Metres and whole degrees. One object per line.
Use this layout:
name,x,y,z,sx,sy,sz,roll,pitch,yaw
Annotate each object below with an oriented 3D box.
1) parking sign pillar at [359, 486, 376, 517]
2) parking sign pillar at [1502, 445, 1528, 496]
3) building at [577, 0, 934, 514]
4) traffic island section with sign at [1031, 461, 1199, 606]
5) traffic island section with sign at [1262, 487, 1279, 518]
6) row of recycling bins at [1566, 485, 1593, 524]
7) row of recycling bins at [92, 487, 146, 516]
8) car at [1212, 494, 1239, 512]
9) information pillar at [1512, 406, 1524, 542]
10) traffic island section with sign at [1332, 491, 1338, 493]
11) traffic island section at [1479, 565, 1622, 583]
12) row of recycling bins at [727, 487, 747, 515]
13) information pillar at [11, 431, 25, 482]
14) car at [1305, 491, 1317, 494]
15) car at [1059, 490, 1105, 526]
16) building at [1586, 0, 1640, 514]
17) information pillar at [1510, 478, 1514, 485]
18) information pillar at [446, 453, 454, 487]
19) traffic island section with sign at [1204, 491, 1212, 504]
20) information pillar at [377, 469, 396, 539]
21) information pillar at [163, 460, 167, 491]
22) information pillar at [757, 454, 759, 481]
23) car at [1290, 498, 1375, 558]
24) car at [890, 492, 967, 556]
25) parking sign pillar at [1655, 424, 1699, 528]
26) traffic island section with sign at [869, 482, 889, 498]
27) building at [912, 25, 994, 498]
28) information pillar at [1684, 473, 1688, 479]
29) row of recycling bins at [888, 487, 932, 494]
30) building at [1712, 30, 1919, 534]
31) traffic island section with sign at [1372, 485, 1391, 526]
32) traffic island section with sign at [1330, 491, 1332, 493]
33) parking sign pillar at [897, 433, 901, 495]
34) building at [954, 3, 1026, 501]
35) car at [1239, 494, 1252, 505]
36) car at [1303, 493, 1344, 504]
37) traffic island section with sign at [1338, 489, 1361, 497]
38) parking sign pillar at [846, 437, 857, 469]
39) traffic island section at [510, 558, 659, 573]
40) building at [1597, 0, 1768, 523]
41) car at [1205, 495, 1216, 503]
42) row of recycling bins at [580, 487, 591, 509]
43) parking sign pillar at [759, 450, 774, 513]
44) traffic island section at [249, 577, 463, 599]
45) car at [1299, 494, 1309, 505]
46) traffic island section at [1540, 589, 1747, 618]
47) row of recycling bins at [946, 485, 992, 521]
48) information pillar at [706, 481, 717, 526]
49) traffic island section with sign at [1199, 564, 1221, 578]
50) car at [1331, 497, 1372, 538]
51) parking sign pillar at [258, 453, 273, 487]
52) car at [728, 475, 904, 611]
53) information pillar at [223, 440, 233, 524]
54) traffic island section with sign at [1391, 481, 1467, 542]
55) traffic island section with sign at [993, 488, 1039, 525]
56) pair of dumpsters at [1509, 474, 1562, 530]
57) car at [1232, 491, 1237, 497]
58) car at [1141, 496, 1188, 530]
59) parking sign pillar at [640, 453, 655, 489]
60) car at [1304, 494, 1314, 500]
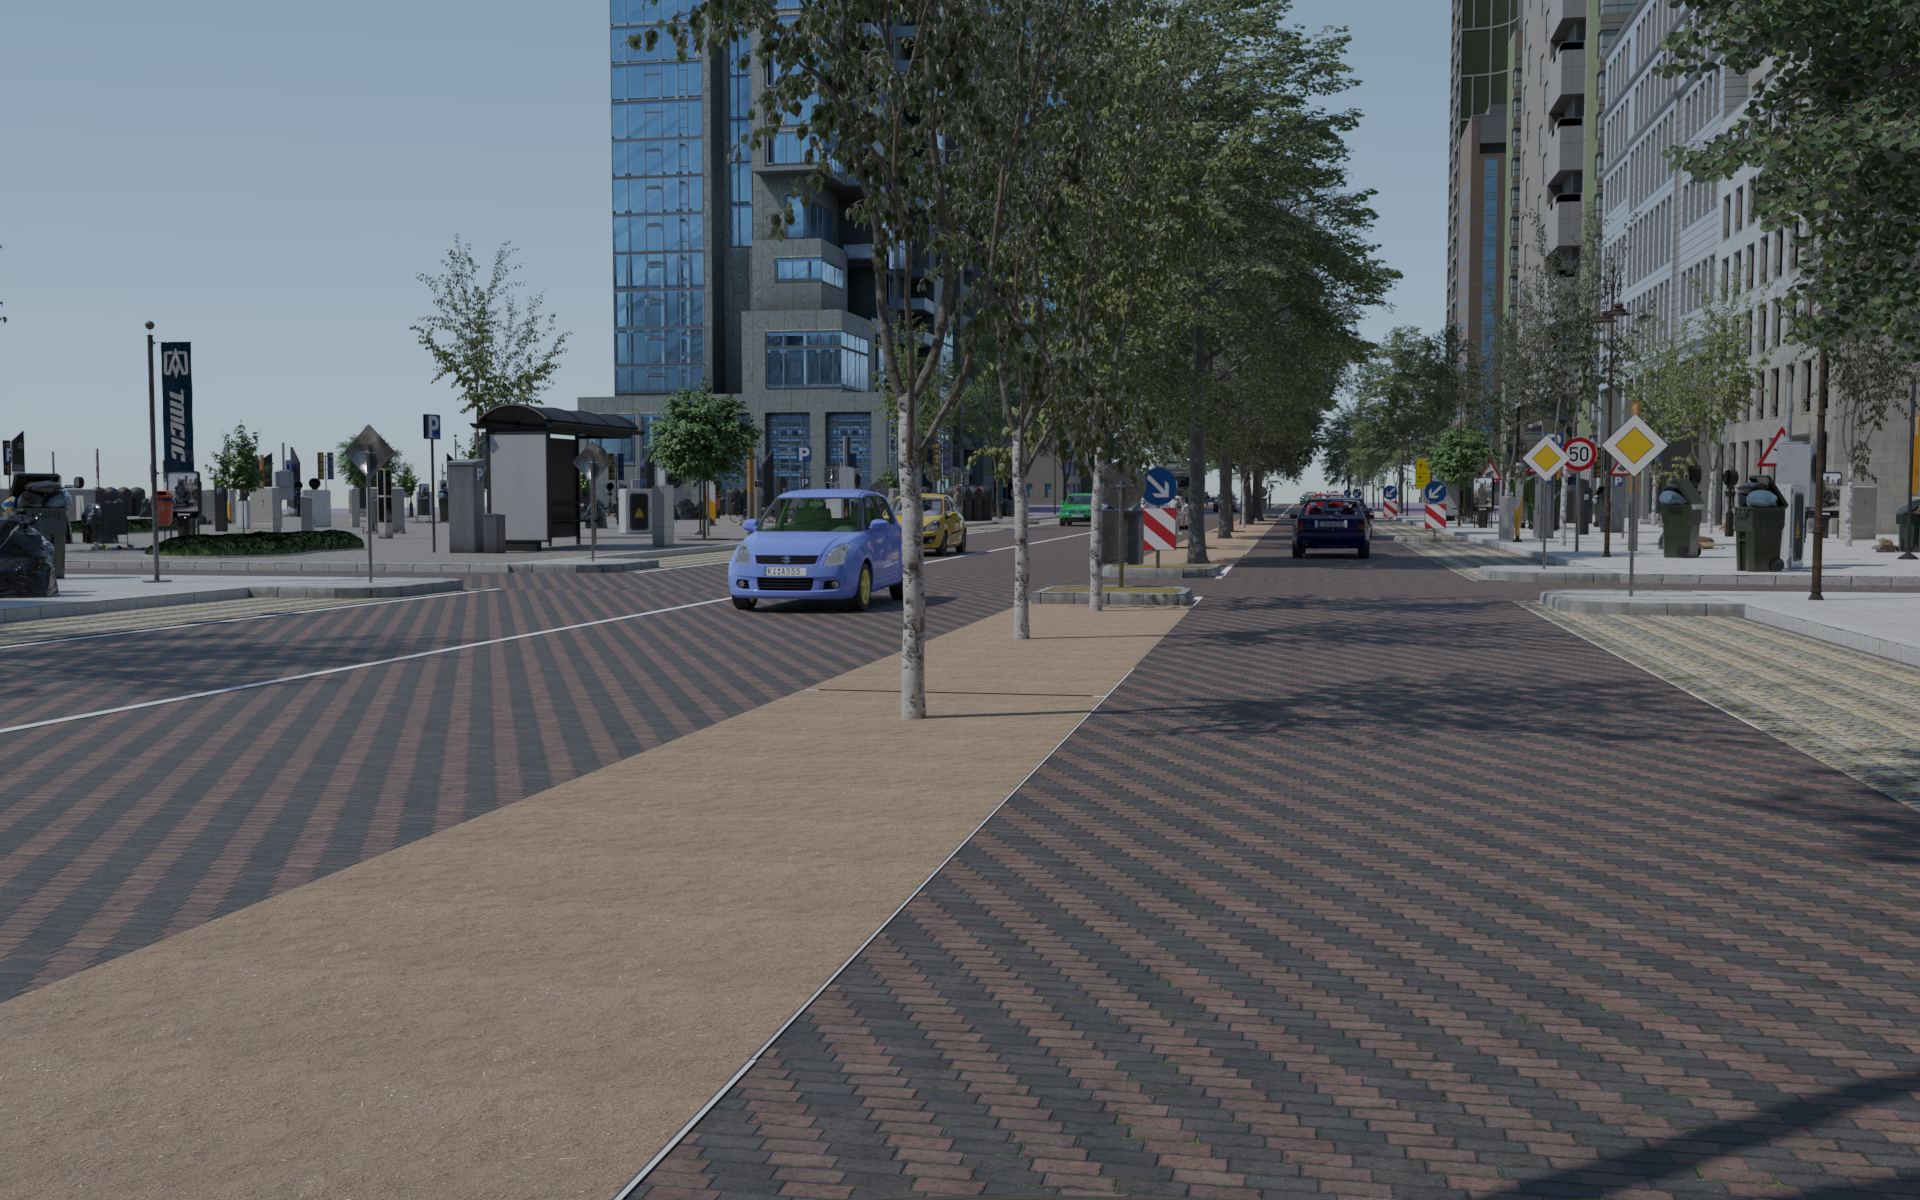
parking sign pillar,-33.566,-6.722,98.371,1.447,3.967,1.447,-1,4,-9
parking sign pillar,30.762,-6.577,96.000,1.447,3.967,1.447,3,4,37
building,-12.589,-49.649,124.437,22.319,86.520,31.000,1,4,11
traffic island section with sign,2.092,-0.920,23.183,2.006,1.907,1.989,1,4,11
traffic island section with sign,18.147,-5.873,104.158,2.006,1.907,1.989,1,4,11
row of recycling bins,26.739,-4.226,76.215,1.069,1.692,3.534,0,4,-6
row of recycling bins,-48.631,-5.680,99.975,1.069,1.692,3.534,1,4,23
car,21.287,-7.935,138.770,2.155,1.783,4.494,1,4,12
information pillar,14.933,-3.356,46.224,0.183,3.616,0.504,2,4,32
traffic island section with sign,34.315,-8.891,153.998,1.989,1.847,2.006,1,4,11
traffic island section,9.973,-0.443,29.522,2.009,0.180,2.903,1,4,11
row of recycling bins,-13.200,-6.081,106.534,1.069,1.692,3.534,1,4,23
information pillar,-34.677,-4.433,63.832,0.183,3.616,0.504,2,4,29
car,49.138,-14.316,242.738,2.281,1.827,5.304,1,4,9
car,5.559,-4.262,78.478,1.959,1.807,4.718,1,4,10
building,48.204,-26.329,114.072,14.154,41.232,14.086,1,4,11
information pillar,25.253,-4.556,78.987,0.304,2.012,0.304,-2,4,-28
information pillar,-28.897,-6.540,98.278,0.183,3.616,0.504,3,5,39
traffic island section with sign,33.669,-14.025,237.943,1.989,1.847,2.006,1,4,11
information pillar,-16.573,-2.778,49.914,0.304,2.012,0.304,2,4,26
information pillar,-54.418,-7.792,118.757,0.504,3.616,0.183,1,4,16
information pillar,-11.915,-6.773,102.085,0.183,3.616,0.504,-1,4,-9
car,8.600,-1.683,40.090,1.945,1.354,3.894,1,4,12
car,-0.950,-1.898,41.250,2.015,1.641,3.980,1,4,10
parking sign pillar,27.415,-4.740,65.965,1.447,3.967,1.447,1,4,23
traffic island section with sign,-2.638,-2.821,54.755,1.989,1.847,2.006,1,4,11
building,-5.219,-28.368,147.405,14.154,41.232,14.086,1,4,11
information pillar,25.735,-3.461,61.077,0.304,2.012,0.304,0,4,-4
row of recycling bins,-2.967,-5.594,98.569,3.534,1.692,1.069,3,5,40
building,34.489,-12.661,61.763,10.420,20.320,16.860,1,4,11
traffic island section with sign,19.351,-4.273,78.493,1.989,1.847,2.006,1,4,11
traffic island section with sign,45.141,-12.227,208.544,1.989,1.847,2.006,1,4,11
parking sign pillar,-2.401,-5.412,76.954,1.447,3.967,1.447,1,4,16
building,-1.851,-31.247,161.005,14.600,45.320,14.200,1,4,11
car,33.357,-11.676,200.493,1.945,1.707,3.694,1,4,13
car,16.269,-4.126,76.499,2.155,1.783,4.494,1,4,10
traffic island section with sign,28.992,-7.247,127.119,1.989,1.847,2.006,1,4,11
parking sign pillar,-5.214,-5.757,82.607,1.447,3.967,1.447,0,4,-7
traffic island section,-6.988,-0.648,32.877,2.009,0.180,2.903,1,4,11
building,39.570,-18.795,84.789,11.434,29.767,29.804,1,4,11
car,35.930,-14.411,248.193,1.945,1.354,3.894,1,4,10
row of recycling bins,-20.071,-5.218,92.427,1.069,1.692,3.534,0,4,-1
parking sign pillar,-11.716,-7.100,104.555,1.447,3.967,1.447,1,4,21
traffic island section,-8.541,-0.169,25.044,2.009,0.180,2.903,1,4,11
car,44.880,-12.974,223.925,2.131,1.459,4.920,1,4,13
traffic island section,8.420,0.036,21.689,2.009,0.180,2.903,1,4,11
row of recycling bins,0.395,-4.627,82.763,1.069,1.692,3.534,2,4,31
information pillar,-10.077,-4.798,69.806,0.504,3.616,0.183,1,4,11
traffic island section with sign,3.542,-1.365,30.447,2.006,1.907,1.989,1,4,11
car,12.865,-2.788,58.161,1.945,1.354,3.894,1,4,9
parking sign pillar,-44.880,-7.519,111.406,1.447,3.967,1.447,-1,4,-19
car,-1.762,-0.788,22.472,1.945,1.707,3.694,1,4,10
information pillar,-31.720,-5.114,74.975,0.504,3.616,0.183,3,5,43
traffic island section with sign,14.117,-2.656,52.049,1.989,1.847,2.006,1,4,11
traffic island section with sign,2.695,-4.468,81.687,1.989,1.847,2.006,1,4,11
pair of dumpsters,21.336,-3.771,64.146,1.574,2.255,4.437,1,4,11
car,36.662,-13.946,236.696,2.281,1.827,5.304,1,4,11
car,8.423,-3.596,71.158,2.083,1.381,4.827,1,4,12
parking sign pillar,-17.443,-6.616,96.648,1.447,3.967,1.447,1,4,9
car,36.351,-10.240,177.646,2.015,1.641,3.980,1,4,11
